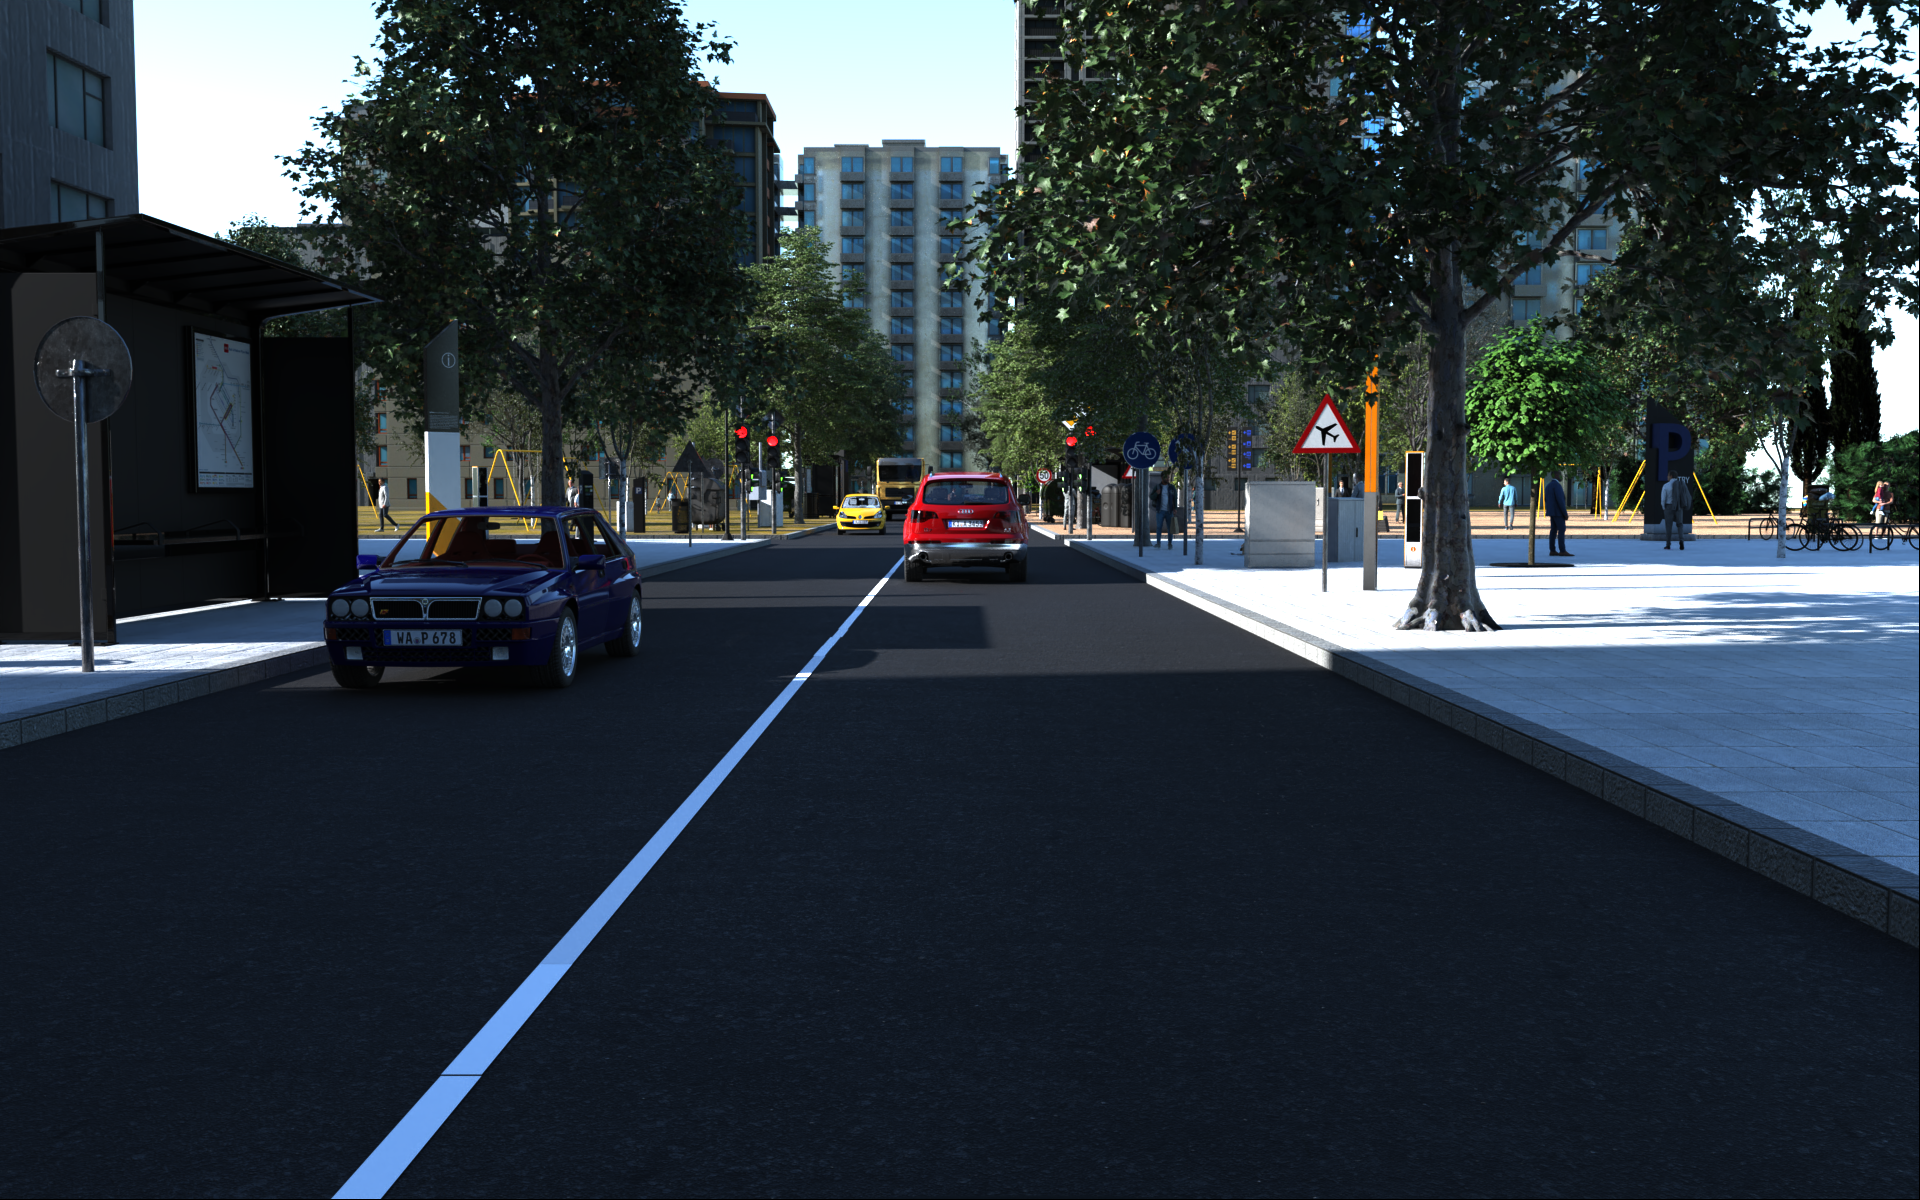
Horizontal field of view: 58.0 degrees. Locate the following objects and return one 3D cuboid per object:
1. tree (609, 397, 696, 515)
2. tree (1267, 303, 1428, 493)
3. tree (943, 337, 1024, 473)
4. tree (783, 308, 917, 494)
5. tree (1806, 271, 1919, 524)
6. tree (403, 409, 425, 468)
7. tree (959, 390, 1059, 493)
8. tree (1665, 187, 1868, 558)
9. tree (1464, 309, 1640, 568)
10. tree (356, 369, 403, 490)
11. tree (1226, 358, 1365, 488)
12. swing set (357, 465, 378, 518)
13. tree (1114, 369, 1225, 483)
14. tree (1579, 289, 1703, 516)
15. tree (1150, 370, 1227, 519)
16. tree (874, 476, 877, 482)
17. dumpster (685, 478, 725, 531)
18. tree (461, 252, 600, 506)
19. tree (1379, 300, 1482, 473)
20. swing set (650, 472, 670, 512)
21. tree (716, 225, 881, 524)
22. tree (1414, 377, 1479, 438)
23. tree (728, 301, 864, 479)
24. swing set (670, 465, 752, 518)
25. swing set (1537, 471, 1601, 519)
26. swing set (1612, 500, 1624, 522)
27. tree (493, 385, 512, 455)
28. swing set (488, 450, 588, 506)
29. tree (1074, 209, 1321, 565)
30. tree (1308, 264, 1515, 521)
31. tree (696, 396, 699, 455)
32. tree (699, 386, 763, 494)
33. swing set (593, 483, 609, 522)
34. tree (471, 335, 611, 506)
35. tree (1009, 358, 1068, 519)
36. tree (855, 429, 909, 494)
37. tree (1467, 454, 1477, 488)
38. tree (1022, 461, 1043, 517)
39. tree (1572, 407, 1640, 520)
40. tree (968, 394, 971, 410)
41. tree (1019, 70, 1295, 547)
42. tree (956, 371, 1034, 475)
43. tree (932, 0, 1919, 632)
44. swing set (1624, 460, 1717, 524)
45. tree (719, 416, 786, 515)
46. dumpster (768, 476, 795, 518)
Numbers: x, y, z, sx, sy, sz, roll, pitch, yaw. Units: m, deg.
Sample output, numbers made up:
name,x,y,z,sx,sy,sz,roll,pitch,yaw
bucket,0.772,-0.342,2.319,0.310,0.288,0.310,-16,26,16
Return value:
name,x,y,z,sx,sy,sz,roll,pitch,yaw
tree,-19.665,-9.630,107.805,4.737,8.622,4.395,0,3,0
tree,14.434,-6.884,62.917,4.737,8.622,4.395,0,3,0
tree,3.759,-21.521,207.755,12.611,20.169,13.585,0,3,0
tree,-7.698,-12.907,117.691,9.857,13.997,8.962,0,3,0
tree,51.762,-11.624,91.878,18.604,14.587,13.155,-2,4,-24
tree,-31.703,-9.370,103.564,4.360,8.622,3.978,0,3,0
tree,4.406,-12.721,142.408,8.767,10.594,7.601,-2,4,-27
tree,16.511,-5.167,34.835,4.737,8.622,4.395,0,3,0
tree,10.234,-2.873,30.688,4.285,4.588,4.351,0,3,0
tree,-34.142,-8.929,96.350,4.360,8.622,3.978,0,3,0
tree,22.964,-10.765,110.416,8.767,10.594,7.601,-2,4,-33
swing set,-33.033,-5.752,91.670,2.862,2.851,3.119,2,4,28
tree,14.503,-11.369,120.300,8.767,10.594,7.601,1,4,12
tree,46.131,-12.766,110.546,13.155,14.587,18.604,2,4,30
tree,12.801,-8.970,97.026,4.737,8.622,4.395,0,3,0
tree,-7.442,-12.014,180.139,4.285,4.588,4.351,0,3,0
dumpster,-8.791,-3.318,60.009,1.264,1.857,1.865,0,3,0
tree,-22.674,-10.914,88.817,12.009,13.543,11.850,0,3,0
tree,26.753,-11.129,100.092,7.486,12.596,7.792,0,3,0
swing set,-20.404,-7.729,123.986,2.862,2.851,3.119,0,4,5
tree,-6.953,-9.482,73.155,7.486,12.596,7.792,0,3,0
tree,26.733,-8.710,92.772,4.360,8.622,3.978,0,3,0
tree,-8.030,-9.084,82.941,7.601,10.594,8.767,1,4,15
swing set,-13.172,-5.782,92.154,3.119,2.851,2.862,-3,5,-43
swing set,31.743,-5.677,90.445,3.119,2.851,2.862,2,4,25
swing set,31.703,-5.033,79.905,2.862,2.851,3.119,1,4,23
tree,-16.672,-7.218,68.377,4.360,8.622,3.978,0,3,0
swing set,-15.428,-3.932,61.904,2.862,2.851,3.119,2,4,34
tree,4.106,-4.947,31.242,4.360,8.622,3.978,0,3,0
tree,21.693,-10.513,82.249,12.009,13.543,11.850,0,3,0
tree,-16.150,-10.037,114.468,4.737,8.622,4.395,0,3,0
tree,-12.664,-9.226,101.209,4.737,8.622,4.395,0,3,0
swing set,-16.797,-4.614,73.062,2.862,2.851,3.119,1,4,18
tree,-28.402,-11.375,111.731,9.928,11.665,9.643,0,3,0
tree,4.195,-8.486,89.104,4.737,8.622,4.395,0,3,0
tree,-7.284,-11.692,141.531,4.737,8.622,4.395,0,3,0
tree,31.218,-9.963,113.254,4.737,8.622,4.395,0,3,0
tree,4.260,-6.403,99.285,1.663,3.219,1.824,0,3,0
tree,31.946,-8.276,85.671,4.360,8.622,3.978,0,3,0
tree,4.924,-8.909,63.791,7.486,12.596,7.792,0,3,0
tree,4.620,-7.561,41.752,7.486,12.596,7.792,0,3,0
tree,4.592,-15.964,171.382,12.009,13.543,11.850,0,3,0
tree,4.540,-6.069,16.229,9.611,12.733,9.660,0,3,0
swing set,31.084,-4.770,75.604,2.862,2.851,3.119,0,4,4
tree,-13.141,-9.641,107.986,4.360,8.622,3.978,0,3,0
dumpster,-9.587,-5.577,93.674,1.502,2.255,1.985,0,3,0
